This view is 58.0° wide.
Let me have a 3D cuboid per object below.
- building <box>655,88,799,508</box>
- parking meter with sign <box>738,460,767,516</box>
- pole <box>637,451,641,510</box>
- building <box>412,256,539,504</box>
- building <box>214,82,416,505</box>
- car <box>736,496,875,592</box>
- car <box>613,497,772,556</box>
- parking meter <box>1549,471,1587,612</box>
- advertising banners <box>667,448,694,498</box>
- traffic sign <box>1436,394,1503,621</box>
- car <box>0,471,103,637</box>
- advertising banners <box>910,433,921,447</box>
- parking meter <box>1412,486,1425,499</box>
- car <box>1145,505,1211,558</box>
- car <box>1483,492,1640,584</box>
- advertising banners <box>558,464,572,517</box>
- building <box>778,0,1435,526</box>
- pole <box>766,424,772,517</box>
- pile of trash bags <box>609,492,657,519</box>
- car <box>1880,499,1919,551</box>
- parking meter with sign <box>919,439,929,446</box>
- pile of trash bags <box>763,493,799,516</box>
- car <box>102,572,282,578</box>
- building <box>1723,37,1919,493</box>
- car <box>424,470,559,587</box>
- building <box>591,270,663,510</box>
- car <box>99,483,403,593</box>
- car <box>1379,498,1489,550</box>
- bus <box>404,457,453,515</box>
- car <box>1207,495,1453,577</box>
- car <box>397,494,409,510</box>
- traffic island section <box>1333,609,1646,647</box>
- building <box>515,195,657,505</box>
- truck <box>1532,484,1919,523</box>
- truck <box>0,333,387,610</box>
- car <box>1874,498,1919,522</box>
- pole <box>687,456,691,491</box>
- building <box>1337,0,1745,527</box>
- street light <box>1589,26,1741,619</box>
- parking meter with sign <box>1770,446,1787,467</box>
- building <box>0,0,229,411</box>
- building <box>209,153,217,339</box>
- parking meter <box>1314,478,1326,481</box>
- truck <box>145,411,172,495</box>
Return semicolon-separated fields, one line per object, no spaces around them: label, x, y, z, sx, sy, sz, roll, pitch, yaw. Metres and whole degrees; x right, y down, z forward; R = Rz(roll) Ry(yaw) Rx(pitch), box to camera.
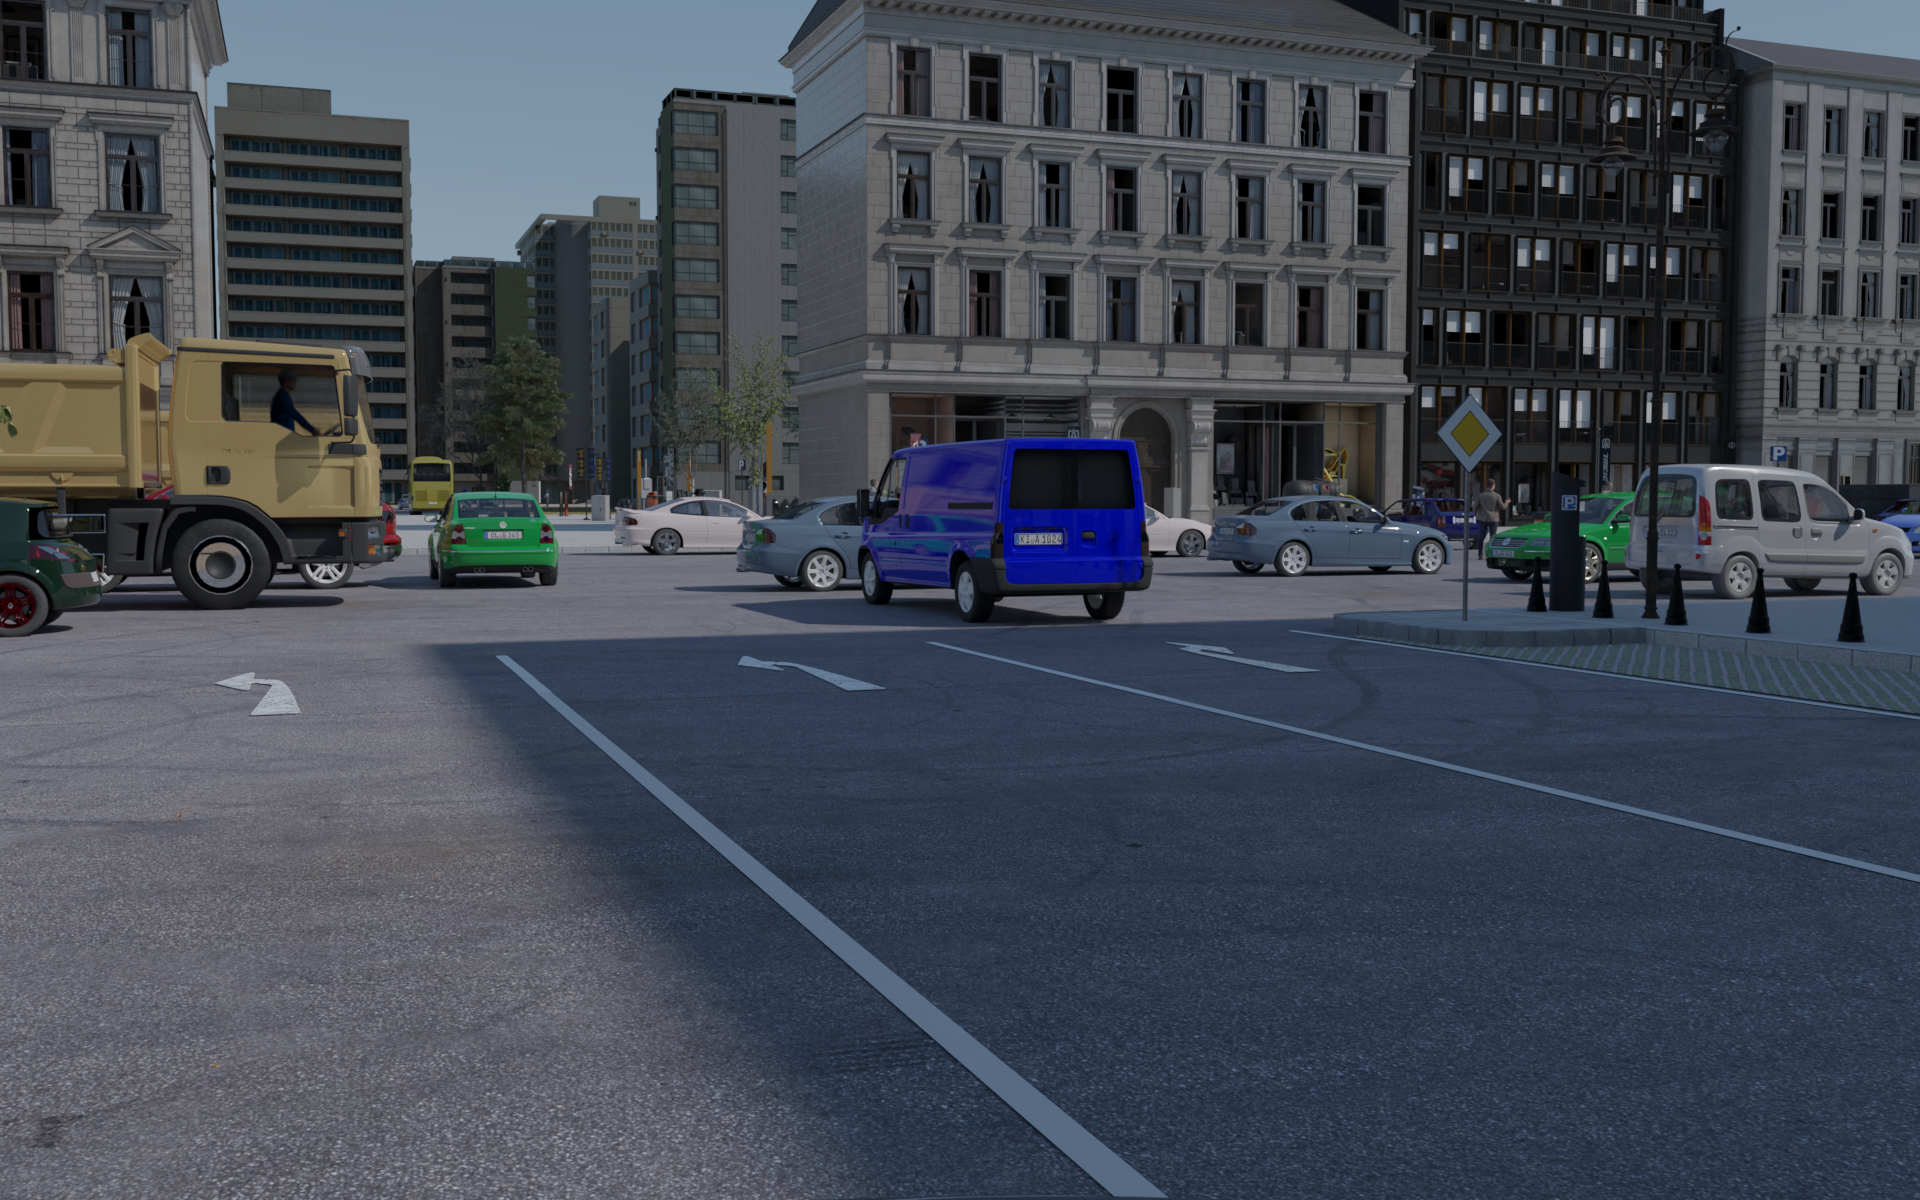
building;-15.523;-21.832;128.661;14.160;30.474;14.107;-1;4;-21
parking meter with sign;-10.400;-5.621;88.167;1.738;3.016;0.543;-3;5;-42
pole;-15.072;-5.353;81.367;0.158;3.312;0.155;0;3;0
building;-60.064;-27.044;213.875;14.107;30.474;14.160;-1;4;-21
building;-78.041;-35.872;210.212;21.600;48.544;21.300;-1;4;-21
car;-1.149;-0.890;26.552;4.499;1.417;2.014;-1;4;-21
car;-5.868;-1.787;41.574;4.827;1.381;2.083;-1;4;-20
parking meter;6.681;-0.649;19.026;0.372;1.533;0.369;0;3;0
advertising banners;-10.737;-4.301;66.501;0.090;3.025;2.074;1;4;18
traffic sign;5.106;-0.845;17.464;0.795;2.450;0.064;-1;4;-21
car;-11.056;-0.475;17.558;4.222;1.686;2.009;-1;4;-20
advertising banners;-1.708;-3.246;49.255;0.090;3.025;2.074;2;4;35
parking meter;14.163;-2.760;53.539;0.372;1.533;0.369;0;3;0
car;3.549;-1.655;39.417;4.827;1.381;2.083;-1;4;-20
car;10.926;-1.226;28.843;4.718;1.807;1.959;-1;4;-22
advertising banners;-22.624;-6.314;99.429;0.090;3.025;2.074;1;4;9
building;-3.399;-12.891;61.678;40.483;20.767;10.553;-1;4;-21
pole;-5.539;-3.453;50.301;0.158;3.312;0.155;0;3;0
pile of trash bags;-17.091;-4.822;88.584;3.447;1.369;1.912;0;4;7
car;22.435;-1.809;39.161;3.694;1.707;1.945;-1;4;-21
parking meter with sign;-1.075;-3.642;55.808;0.543;3.016;1.738;1;4;13
pile of trash bags;-10.651;-5.611;101.490;1.912;1.369;3.447;-3;5;-40
car;-13.866;-1.148;30.780;4.499;1.417;2.014;-1;4;-22
building;39.430;-13.978;77.687;18.267;20.994;9.793;-1;4;-21
car;-7.637;-1.182;28.119;1.959;1.807;4.718;-1;4;-20
building;-16.130;-18.777;152.041;27.650;21.520;28.899;-1;4;-21
car;-11.268;-1.079;26.322;5.304;1.827;2.281;-1;4;-22
car;12.098;-2.025;45.692;1.945;1.354;3.894;-1;4;-22
bus;-34.747;-7.450;113.351;2.896;3.916;12.252;-1;4;-19
car;6.668;-1.166;31.073;4.499;1.417;2.014;-1;4;-19
car;-49.971;-8.868;156.998;2.014;1.417;4.499;-1;4;-20
traffic island section;5.126;0.289;17.549;2.009;0.180;2.903;-1;4;-21
building;-44.927;-32.842;228.853;23.993;40.220;32.217;-1;4;-21
truck;24.776;-3.625;49.024;18.799;4.110;2.967;-1;4;-20
truck;-11.490;-1.575;21.674;9.791;3.379;3.469;-1;4;-19
car;24.688;-1.861;43.016;3.894;1.354;1.945;-1;4;-21
pole;-14.645;-6.107;93.685;0.158;3.312;0.155;0;3;0
building;22.350;-14.933;73.839;15.834;23.373;12.332;-1;4;-21
street light;7.134;-2.748;17.713;0.468;5.910;1.993;-1;4;-21
parking meter with sign;29.775;-4.123;63.676;0.543;3.016;1.738;0;4;7
building;-32.491;-11.463;52.047;19.286;19.102;10.561;-1;4;-21
building;-101.745;-33.421;201.055;28.867;44.769;22.147;-1;4;-21
parking meter;12.944;-3.457;62.232;0.399;1.863;0.255;3;5;44
truck;-16.579;-2.269;33.027;9.791;3.379;3.469;-1;4;-20
